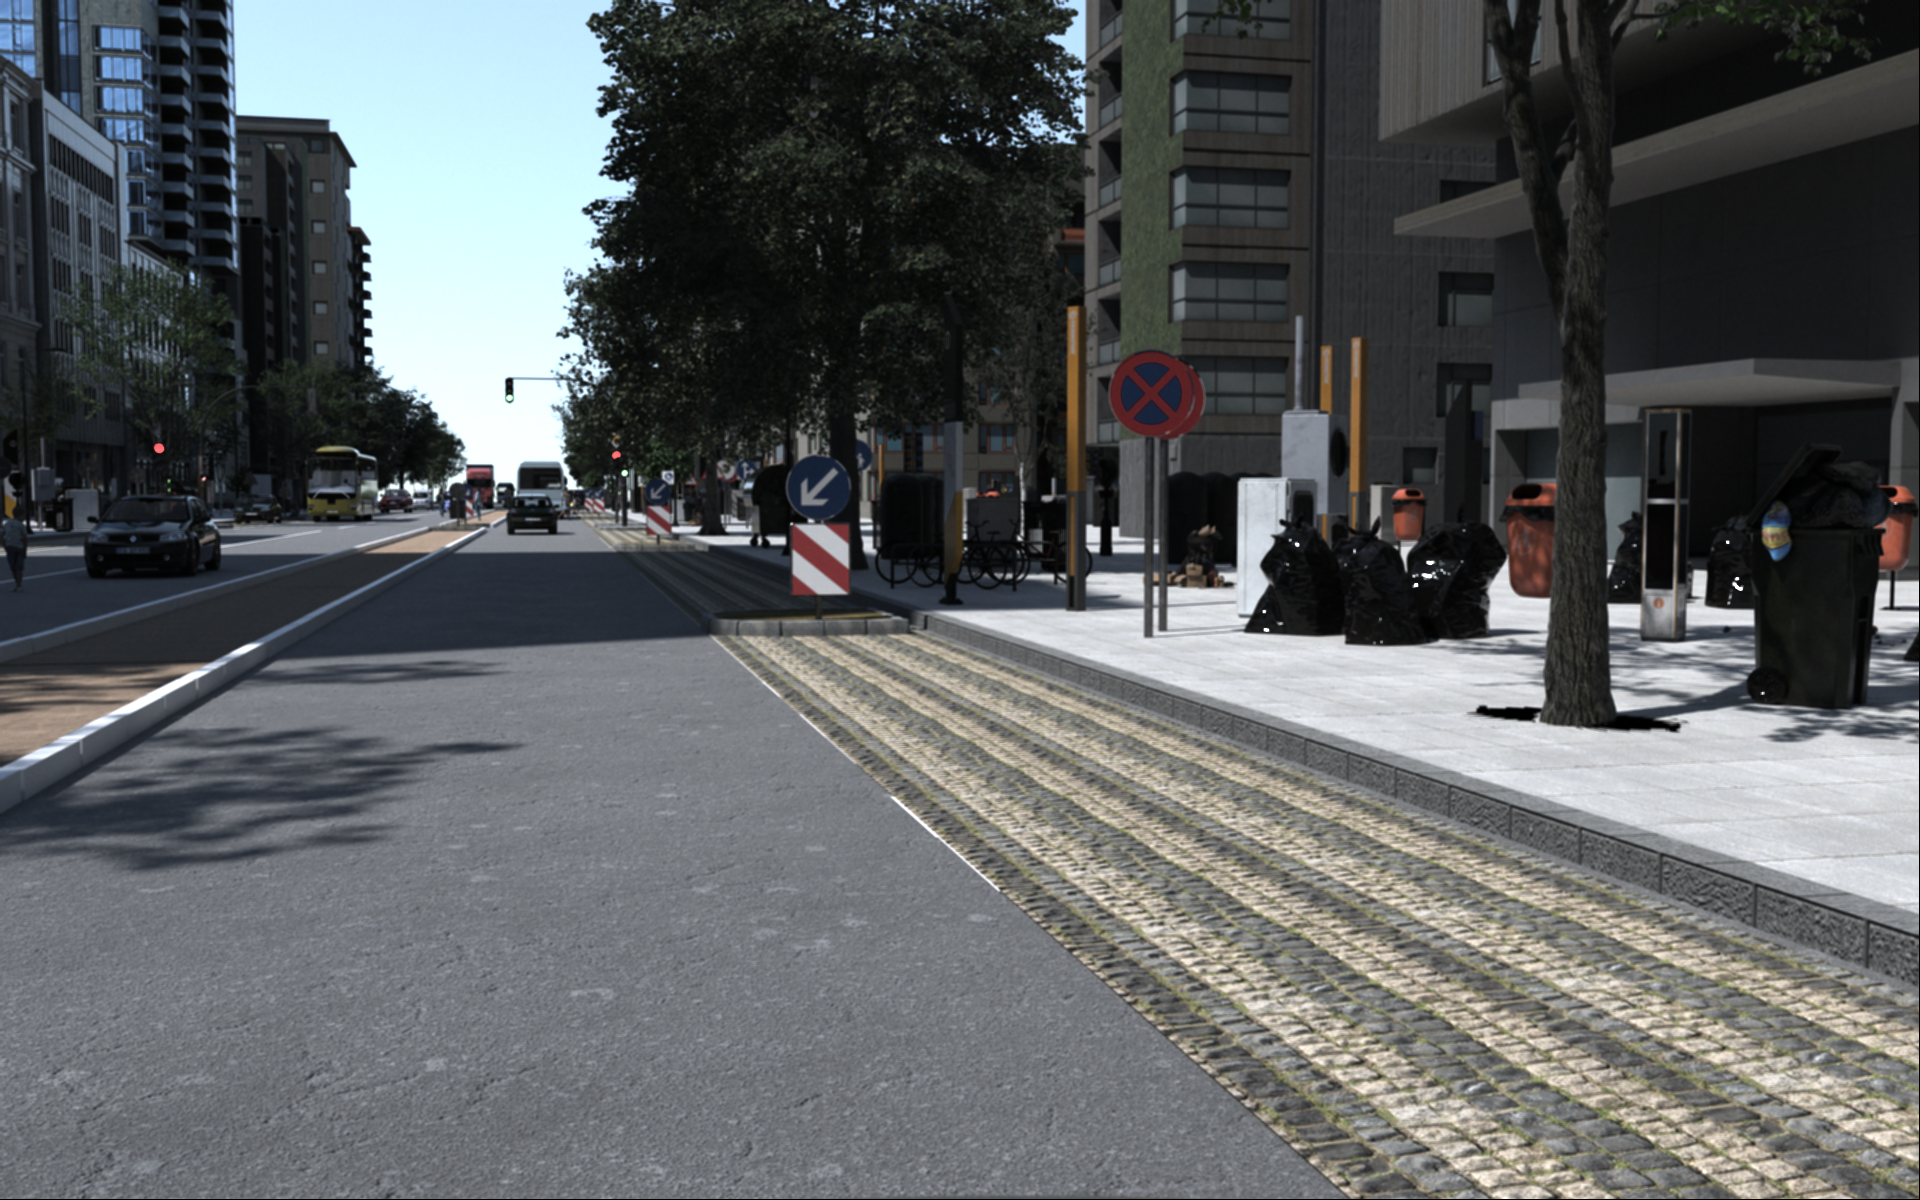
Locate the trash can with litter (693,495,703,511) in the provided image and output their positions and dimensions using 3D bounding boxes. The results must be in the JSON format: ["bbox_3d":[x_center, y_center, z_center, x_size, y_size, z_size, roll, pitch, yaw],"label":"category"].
[{"bbox_3d":[-14.702,-5.101,94.462,2.233,1.210,1.678,-2,4,-26],"label":"trash can with litter"}]

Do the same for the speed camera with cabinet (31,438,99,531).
[{"bbox_3d":[-31.700,-4.098,61.344,2.038,3.252,0.660,-3,4,-36],"label":"speed camera with cabinet"}]

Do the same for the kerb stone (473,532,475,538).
[{"bbox_3d":[-15.397,-1.971,54.428,0.120,0.150,1.000,-1,4,-13],"label":"kerb stone"}]

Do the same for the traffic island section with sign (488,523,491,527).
[{"bbox_3d":[-21.267,-4.065,74.593,2.006,1.907,1.989,-1,4,-13],"label":"traffic island section with sign"}]

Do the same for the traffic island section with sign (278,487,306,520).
[{"bbox_3d":[-36.920,-5.265,94.715,1.989,1.847,2.006,-1,4,-13],"label":"traffic island section with sign"}]

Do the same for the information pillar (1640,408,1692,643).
[{"bbox_3d":[6.142,-0.647,15.072,0.304,2.012,0.304,3,4,39],"label":"information pillar"}]

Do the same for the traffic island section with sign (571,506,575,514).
[{"bbox_3d":[-26.718,-7.059,124.041,1.989,1.847,2.006,-1,4,-13],"label":"traffic island section with sign"}]

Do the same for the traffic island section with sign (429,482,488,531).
[{"bbox_3d":[-19.570,-3.624,67.382,2.006,1.907,1.989,-1,4,-13],"label":"traffic island section with sign"}]

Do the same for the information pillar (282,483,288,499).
[{"bbox_3d":[-45.879,-6.923,117.690,0.304,2.012,0.304,-2,4,-30],"label":"information pillar"}]

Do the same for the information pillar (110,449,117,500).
[{"bbox_3d":[-43.860,-6.020,89.781,0.183,3.616,0.504,0,4,-5],"label":"information pillar"}]

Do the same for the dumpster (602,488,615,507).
[{"bbox_3d":[-29.502,-8.580,146.044,1.264,1.857,1.865,-1,4,-13],"label":"dumpster"}]

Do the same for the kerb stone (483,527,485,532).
[{"bbox_3d":[-17.282,-2.454,62.402,0.120,0.150,1.000,-1,4,-13],"label":"kerb stone"}]

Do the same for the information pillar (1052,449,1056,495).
[{"bbox_3d":[4.840,-5.976,89.058,0.183,3.616,0.504,1,4,19],"label":"information pillar"}]

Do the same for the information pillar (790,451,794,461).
[{"bbox_3d":[-8.537,-5.863,87.215,0.183,3.616,0.504,-3,5,-43],"label":"information pillar"}]

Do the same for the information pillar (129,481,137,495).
[{"bbox_3d":[-46.559,-5.692,97.559,0.304,2.012,0.304,-3,5,-39],"label":"information pillar"}]

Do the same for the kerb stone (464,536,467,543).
[{"bbox_3d":[-14.219,-1.666,49.439,0.120,0.150,1.000,-1,4,-13],"label":"kerb stone"}]

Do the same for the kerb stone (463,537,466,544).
[{"bbox_3d":[-13.981,-1.603,48.444,0.120,0.150,1.000,-1,4,-13],"label":"kerb stone"}]

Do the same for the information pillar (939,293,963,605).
[{"bbox_3d":[-0.081,-1.754,20.031,0.183,3.616,0.504,-1,4,-17],"label":"information pillar"}]

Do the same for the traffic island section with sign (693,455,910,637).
[{"bbox_3d":[-1.704,-0.590,18.267,1.989,1.847,2.006,-1,4,-13],"label":"traffic island section with sign"}]

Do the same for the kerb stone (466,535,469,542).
[{"bbox_3d":[-14.456,-1.728,50.441,0.120,0.150,1.000,-1,4,-13],"label":"kerb stone"}]

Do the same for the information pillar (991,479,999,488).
[{"bbox_3d":[1.748,-5.023,86.613,0.304,2.012,0.304,-1,4,-12],"label":"information pillar"}]

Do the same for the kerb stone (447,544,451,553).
[{"bbox_3d":[-12.334,-1.179,41.476,0.120,0.150,1.000,-1,4,-13],"label":"kerb stone"}]

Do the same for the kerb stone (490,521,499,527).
[{"bbox_3d":[-20.953,-3.402,77.917,0.120,0.150,1.000,-1,4,-13],"label":"kerb stone"}]

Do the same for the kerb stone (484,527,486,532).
[{"bbox_3d":[-17.518,-2.520,63.398,0.120,0.150,1.000,-1,4,-13],"label":"kerb stone"}]

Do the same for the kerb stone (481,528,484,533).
[{"bbox_3d":[-17.042,-2.398,61.406,0.120,0.150,1.000,-1,4,-13],"label":"kerb stone"}]

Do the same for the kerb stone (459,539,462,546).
[{"bbox_3d":[-13.513,-1.484,46.454,0.120,0.150,1.000,-1,4,-13],"label":"kerb stone"}]

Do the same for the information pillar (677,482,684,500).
[{"bbox_3d":[-15.701,-5.678,97.322,0.304,2.012,0.304,0,4,4],"label":"information pillar"}]

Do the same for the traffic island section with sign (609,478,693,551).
[{"bbox_3d":[-7.903,-2.194,44.502,1.989,1.847,2.006,-1,4,-13],"label":"traffic island section with sign"}]

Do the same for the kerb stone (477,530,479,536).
[{"bbox_3d":[-16.102,-2.154,57.415,0.120,0.150,1.000,-1,4,-13],"label":"kerb stone"}]

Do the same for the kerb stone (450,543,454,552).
[{"bbox_3d":[-12.573,-1.240,42.470,0.120,0.150,1.000,-1,4,-13],"label":"kerb stone"}]

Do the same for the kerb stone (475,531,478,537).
[{"bbox_3d":[-15.866,-2.093,56.420,0.120,0.150,1.000,-1,4,-13],"label":"kerb stone"}]

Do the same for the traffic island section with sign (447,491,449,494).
[{"bbox_3d":[-73.393,-14.694,248.873,1.989,1.847,2.006,-1,4,-13],"label":"traffic island section with sign"}]

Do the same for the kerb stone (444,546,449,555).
[{"bbox_3d":[-12.095,-1.112,40.481,0.120,0.150,1.000,-1,4,-13],"label":"kerb stone"}]

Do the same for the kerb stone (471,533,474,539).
[{"bbox_3d":[-15.171,-1.910,53.431,0.120,0.150,1.000,-1,4,-13],"label":"kerb stone"}]

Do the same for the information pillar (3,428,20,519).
[{"bbox_3d":[-33.662,-4.291,61.514,0.504,3.616,0.183,-1,4,-15],"label":"information pillar"}]

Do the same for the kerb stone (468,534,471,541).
[{"bbox_3d":[-14.689,-1.789,51.442,0.120,0.150,1.000,-1,4,-13],"label":"kerb stone"}]

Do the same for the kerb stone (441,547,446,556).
[{"bbox_3d":[-11.858,-1.053,39.481,0.120,0.150,1.000,-1,4,-13],"label":"kerb stone"}]

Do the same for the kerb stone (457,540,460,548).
[{"bbox_3d":[-13.279,-1.423,45.456,0.120,0.150,1.000,-1,4,-13],"label":"kerb stone"}]

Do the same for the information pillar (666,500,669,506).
[{"bbox_3d":[-16.689,-5.746,98.445,0.304,2.012,0.304,0,4,-1],"label":"information pillar"}]

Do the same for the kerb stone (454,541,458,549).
[{"bbox_3d":[-13.047,-1.362,44.459,0.120,0.150,1.000,-1,4,-13],"label":"kerb stone"}]

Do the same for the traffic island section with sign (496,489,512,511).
[{"bbox_3d":[-38.578,-8.537,147.718,2.006,1.907,1.989,-1,4,-13],"label":"traffic island section with sign"}]

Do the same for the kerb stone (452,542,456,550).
[{"bbox_3d":[-12.803,-1.301,43.467,0.120,0.150,1.000,-1,4,-13],"label":"kerb stone"}]

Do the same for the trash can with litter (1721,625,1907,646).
[{"bbox_3d":[7.868,-0.288,15.763,1.678,1.210,2.233,2,4,29],"label":"trash can with litter"}]

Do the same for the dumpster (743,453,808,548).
[{"bbox_3d":[-4.359,-2.391,41.589,1.502,2.255,1.985,-1,4,-13],"label":"dumpster"}]

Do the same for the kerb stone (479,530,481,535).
[{"bbox_3d":[-16.336,-2.215,58.412,0.120,0.150,1.000,-1,4,-13],"label":"kerb stone"}]

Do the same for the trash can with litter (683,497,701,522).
[{"bbox_3d":[-12.094,-4.106,78.521,0.624,1.170,1.055,-3,5,-45],"label":"trash can with litter"}]

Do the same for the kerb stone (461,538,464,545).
[{"bbox_3d":[-13.753,-1.543,47.448,0.120,0.150,1.000,-1,4,-13],"label":"kerb stone"}]

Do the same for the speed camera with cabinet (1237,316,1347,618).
[{"bbox_3d":[3.605,-1.486,18.626,0.660,3.252,2.038,2,4,29],"label":"speed camera with cabinet"}]

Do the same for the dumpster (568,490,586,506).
[{"bbox_3d":[-38.863,-10.254,175.864,1.865,1.857,1.264,-1,4,-11],"label":"dumpster"}]

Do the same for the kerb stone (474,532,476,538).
[{"bbox_3d":[-15.646,-2.032,55.419,0.120,0.150,1.000,-1,4,-13],"label":"kerb stone"}]

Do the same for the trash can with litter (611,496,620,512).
[{"bbox_3d":[-25.126,-7.052,126.694,0.624,1.170,1.055,-2,4,-30],"label":"trash can with litter"}]

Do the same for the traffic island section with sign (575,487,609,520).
[{"bbox_3d":[-20.528,-5.454,97.804,1.989,1.847,2.006,-1,4,-13],"label":"traffic island section with sign"}]

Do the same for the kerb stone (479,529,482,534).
[{"bbox_3d":[-16.579,-2.276,59.407,0.120,0.150,1.000,-1,4,-13],"label":"kerb stone"}]

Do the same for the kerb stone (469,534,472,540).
[{"bbox_3d":[-14.927,-1.847,52.438,0.120,0.150,1.000,-1,4,-13],"label":"kerb stone"}]
